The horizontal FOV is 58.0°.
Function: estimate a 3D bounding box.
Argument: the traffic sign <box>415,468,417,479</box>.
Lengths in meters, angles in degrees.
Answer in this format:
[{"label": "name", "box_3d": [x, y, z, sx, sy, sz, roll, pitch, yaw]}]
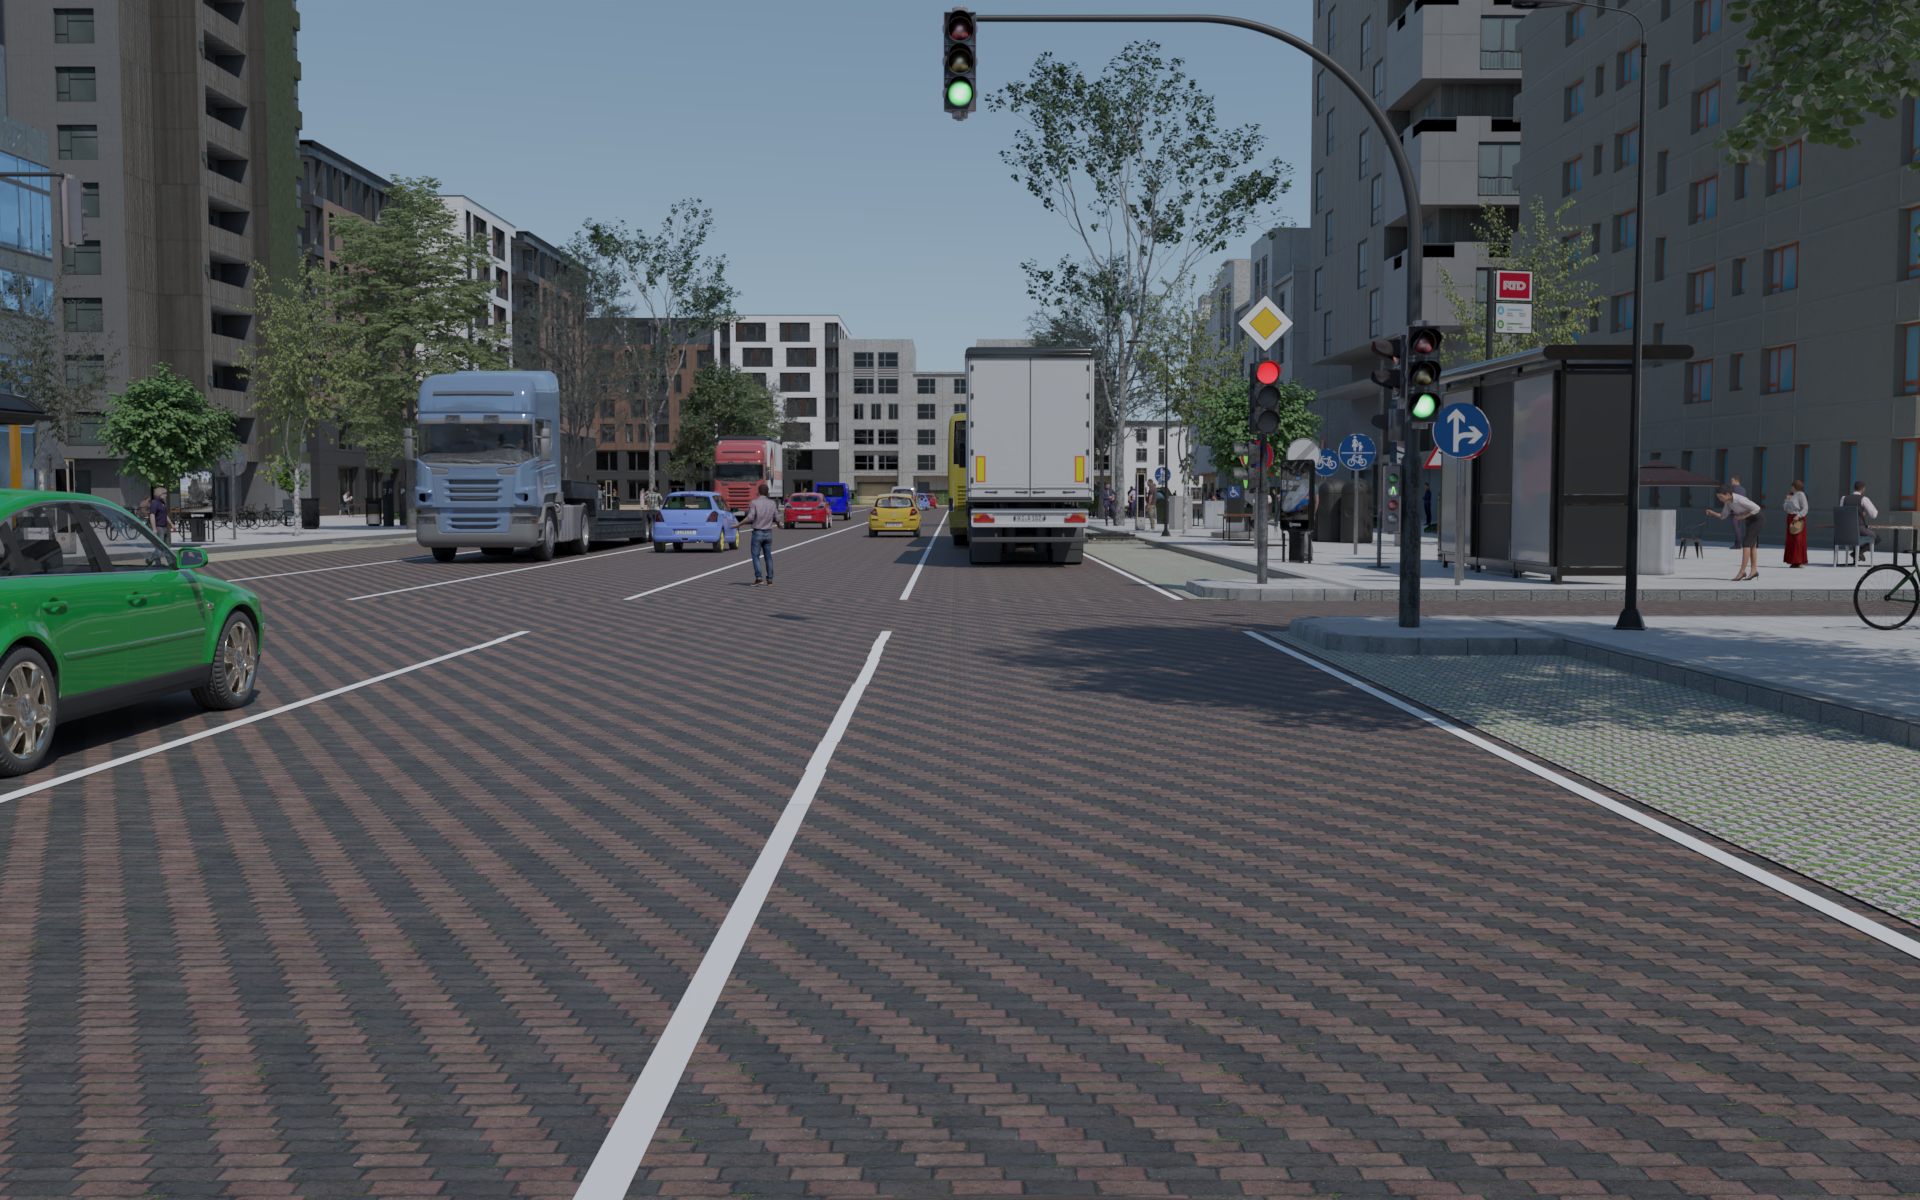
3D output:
[{"label": "traffic sign", "box_3d": [-23.486, -4.628, 75.772, 0.768, 2.556, 0.104, 0, 4, 3]}]

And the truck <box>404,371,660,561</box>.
[{"label": "truck", "box_3d": [-10.103, -3.303, 43.764, 2.967, 4.110, 18.799, 0, 4, -1]}]

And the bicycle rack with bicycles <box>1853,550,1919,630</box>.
[{"label": "bicycle rack with bicycles", "box_3d": [9.722, -0.139, 15.660, 2.925, 0.926, 2.852, 1, 4, 23]}]

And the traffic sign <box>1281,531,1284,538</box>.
[{"label": "traffic sign", "box_3d": [9.372, -3.074, 50.261, 0.884, 2.594, 0.081, 0, 4, 7]}]

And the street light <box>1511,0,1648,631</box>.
[{"label": "street light", "box_3d": [5.819, -2.674, 16.259, 1.470, 5.913, 1.316, 0, 3, 0]}]

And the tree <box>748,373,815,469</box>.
[{"label": "tree", "box_3d": [-19.632, -16.179, 174.899, 12.009, 13.543, 11.850, 0, 3, 0]}]

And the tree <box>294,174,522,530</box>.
[{"label": "tree", "box_3d": [-19.496, -8.772, 61.548, 7.486, 12.596, 7.792, 0, 3, 0]}]

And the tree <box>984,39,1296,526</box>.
[{"label": "tree", "box_3d": [7.734, -13.120, 70.402, 12.611, 20.169, 13.585, 0, 3, 0]}]

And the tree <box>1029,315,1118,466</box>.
[{"label": "tree", "box_3d": [6.983, -11.727, 109.856, 7.486, 12.596, 7.792, 0, 3, 0]}]

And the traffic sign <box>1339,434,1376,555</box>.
[{"label": "traffic sign", "box_3d": [8.387, -2.235, 36.647, 0.768, 2.556, 0.104, 0, 4, 7]}]

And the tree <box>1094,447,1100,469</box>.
[{"label": "tree", "box_3d": [7.207, -14.092, 147.413, 9.611, 12.733, 9.660, 0, 3, 0]}]

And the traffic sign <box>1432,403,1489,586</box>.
[{"label": "traffic sign", "box_3d": [6.987, -1.477, 24.247, 0.768, 2.556, 0.104, 0, 4, 7]}]

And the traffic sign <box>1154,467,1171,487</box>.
[{"label": "traffic sign", "box_3d": [9.455, -4.938, 80.842, 0.768, 2.556, 0.104, 0, 4, 7]}]

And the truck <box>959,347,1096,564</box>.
[{"label": "truck", "box_3d": [1.361, -3.038, 38.588, 2.839, 4.237, 11.283, 0, 4, 0]}]

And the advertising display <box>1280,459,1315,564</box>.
[{"label": "advertising display", "box_3d": [6.294, -1.659, 32.344, 0.123, 1.923, 0.974, -1, 4, -23]}]

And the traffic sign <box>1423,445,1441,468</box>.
[{"label": "traffic sign", "box_3d": [10.042, -2.198, 35.947, 0.884, 2.594, 0.081, 0, 4, 1]}]

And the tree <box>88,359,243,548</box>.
[{"label": "tree", "box_3d": [-19.249, -3.554, 41.822, 4.285, 4.588, 4.351, 0, 3, 0]}]

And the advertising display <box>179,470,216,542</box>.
[{"label": "advertising display", "box_3d": [-20.304, -2.502, 46.124, 0.974, 1.923, 0.123, 0, 4, 8]}]

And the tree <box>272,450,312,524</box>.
[{"label": "tree", "box_3d": [-29.228, -4.970, 75.857, 1.663, 3.219, 1.824, 0, 3, 0]}]

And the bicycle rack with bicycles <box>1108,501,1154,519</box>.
[{"label": "bicycle rack with bicycles", "box_3d": [9.353, -4.782, 91.570, 2.925, 0.926, 2.852, 1, 4, 10]}]

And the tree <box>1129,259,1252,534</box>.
[{"label": "tree", "box_3d": [7.442, -6.417, 55.275, 4.737, 8.622, 4.395, 0, 3, 0]}]

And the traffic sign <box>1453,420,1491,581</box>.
[{"label": "traffic sign", "box_3d": [7.434, -1.559, 25.599, 0.768, 2.556, 0.104, 0, 4, 3]}]

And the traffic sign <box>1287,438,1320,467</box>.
[{"label": "traffic sign", "box_3d": [7.848, -2.419, 39.655, 0.768, 2.556, 0.104, 0, 4, 3]}]

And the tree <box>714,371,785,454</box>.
[{"label": "tree", "box_3d": [-19.810, -14.827, 160.545, 7.486, 12.596, 7.792, 0, 3, 0]}]

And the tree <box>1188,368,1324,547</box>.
[{"label": "tree", "box_3d": [7.298, -3.611, 42.749, 4.285, 4.588, 4.351, 0, 3, 0]}]

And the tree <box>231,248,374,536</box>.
[{"label": "tree", "box_3d": [-20.125, -6.256, 52.642, 4.737, 8.622, 4.395, 0, 3, 0]}]

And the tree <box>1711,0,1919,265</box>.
[{"label": "tree", "box_3d": [6.585, -5.572, 9.233, 7.486, 12.596, 7.792, 0, 3, 0]}]

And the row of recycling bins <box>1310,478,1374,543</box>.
[{"label": "row of recycling bins", "box_3d": [9.946, -2.414, 46.578, 1.069, 1.692, 3.534, -1, 4, -17]}]

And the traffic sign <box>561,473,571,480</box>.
[{"label": "traffic sign", "box_3d": [-22.044, -5.925, 96.876, 0.884, 2.594, 0.081, 1, 4, 10]}]

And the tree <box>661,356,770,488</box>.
[{"label": "tree", "box_3d": [-20.067, -13.893, 144.153, 9.611, 12.733, 9.660, 0, 3, 0]}]

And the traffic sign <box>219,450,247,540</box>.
[{"label": "traffic sign", "box_3d": [-20.331, -2.958, 48.462, 0.768, 2.556, 0.104, 0, 4, 0]}]

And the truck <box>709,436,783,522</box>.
[{"label": "truck", "box_3d": [-10.440, -5.918, 85.672, 2.839, 4.237, 11.283, 0, 4, -1]}]

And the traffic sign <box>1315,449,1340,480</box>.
[{"label": "traffic sign", "box_3d": [10.263, -2.971, 48.688, 0.768, 2.556, 0.104, 0, 4, 4]}]

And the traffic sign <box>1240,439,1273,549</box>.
[{"label": "traffic sign", "box_3d": [6.928, -2.470, 40.496, 0.768, 2.556, 0.104, 0, 4, 5]}]

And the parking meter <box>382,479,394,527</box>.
[{"label": "parking meter", "box_3d": [-22.528, -3.823, 68.223, 0.255, 1.863, 0.399, 2, 4, 29]}]

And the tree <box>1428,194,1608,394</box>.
[{"label": "tree", "box_3d": [13.582, -5.602, 41.960, 4.737, 8.622, 4.395, 0, 3, 0]}]

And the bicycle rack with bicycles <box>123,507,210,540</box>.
[{"label": "bicycle rack with bicycles", "box_3d": [-22.590, -2.143, 48.414, 2.852, 0.926, 2.925, 2, 4, 25]}]

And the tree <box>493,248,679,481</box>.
[{"label": "tree", "box_3d": [-19.020, -10.743, 86.019, 12.009, 13.543, 11.850, 0, 3, 0]}]

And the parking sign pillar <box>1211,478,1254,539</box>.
[{"label": "parking sign pillar", "box_3d": [8.038, -3.789, 50.420, 1.447, 3.967, 1.447, 1, 4, 14]}]

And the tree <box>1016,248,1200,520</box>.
[{"label": "tree", "box_3d": [7.184, -10.802, 86.981, 12.009, 13.543, 11.850, 0, 3, 0]}]

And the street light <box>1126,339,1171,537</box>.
[{"label": "street light", "box_3d": [5.680, -4.870, 52.173, 1.470, 5.913, 1.316, 0, 3, 0]}]

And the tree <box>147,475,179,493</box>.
[{"label": "tree", "box_3d": [-35.148, -4.969, 75.843, 1.663, 3.219, 1.824, 0, 3, 0]}]

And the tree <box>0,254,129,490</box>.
[{"label": "tree", "box_3d": [-28.546, -6.350, 54.186, 4.360, 8.622, 3.978, 0, 3, 0]}]

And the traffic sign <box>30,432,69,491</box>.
[{"label": "traffic sign", "box_3d": [-19.116, -2.222, 36.341, 0.884, 2.594, 0.081, 1, 4, 8]}]

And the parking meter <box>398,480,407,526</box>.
[{"label": "parking meter", "box_3d": [-22.621, -3.961, 70.471, 0.399, 1.863, 0.255, 0, 4, 6]}]

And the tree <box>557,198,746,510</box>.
[{"label": "tree", "box_3d": [-17.965, -15.482, 109.021, 12.611, 20.169, 13.585, 0, 3, 0]}]
